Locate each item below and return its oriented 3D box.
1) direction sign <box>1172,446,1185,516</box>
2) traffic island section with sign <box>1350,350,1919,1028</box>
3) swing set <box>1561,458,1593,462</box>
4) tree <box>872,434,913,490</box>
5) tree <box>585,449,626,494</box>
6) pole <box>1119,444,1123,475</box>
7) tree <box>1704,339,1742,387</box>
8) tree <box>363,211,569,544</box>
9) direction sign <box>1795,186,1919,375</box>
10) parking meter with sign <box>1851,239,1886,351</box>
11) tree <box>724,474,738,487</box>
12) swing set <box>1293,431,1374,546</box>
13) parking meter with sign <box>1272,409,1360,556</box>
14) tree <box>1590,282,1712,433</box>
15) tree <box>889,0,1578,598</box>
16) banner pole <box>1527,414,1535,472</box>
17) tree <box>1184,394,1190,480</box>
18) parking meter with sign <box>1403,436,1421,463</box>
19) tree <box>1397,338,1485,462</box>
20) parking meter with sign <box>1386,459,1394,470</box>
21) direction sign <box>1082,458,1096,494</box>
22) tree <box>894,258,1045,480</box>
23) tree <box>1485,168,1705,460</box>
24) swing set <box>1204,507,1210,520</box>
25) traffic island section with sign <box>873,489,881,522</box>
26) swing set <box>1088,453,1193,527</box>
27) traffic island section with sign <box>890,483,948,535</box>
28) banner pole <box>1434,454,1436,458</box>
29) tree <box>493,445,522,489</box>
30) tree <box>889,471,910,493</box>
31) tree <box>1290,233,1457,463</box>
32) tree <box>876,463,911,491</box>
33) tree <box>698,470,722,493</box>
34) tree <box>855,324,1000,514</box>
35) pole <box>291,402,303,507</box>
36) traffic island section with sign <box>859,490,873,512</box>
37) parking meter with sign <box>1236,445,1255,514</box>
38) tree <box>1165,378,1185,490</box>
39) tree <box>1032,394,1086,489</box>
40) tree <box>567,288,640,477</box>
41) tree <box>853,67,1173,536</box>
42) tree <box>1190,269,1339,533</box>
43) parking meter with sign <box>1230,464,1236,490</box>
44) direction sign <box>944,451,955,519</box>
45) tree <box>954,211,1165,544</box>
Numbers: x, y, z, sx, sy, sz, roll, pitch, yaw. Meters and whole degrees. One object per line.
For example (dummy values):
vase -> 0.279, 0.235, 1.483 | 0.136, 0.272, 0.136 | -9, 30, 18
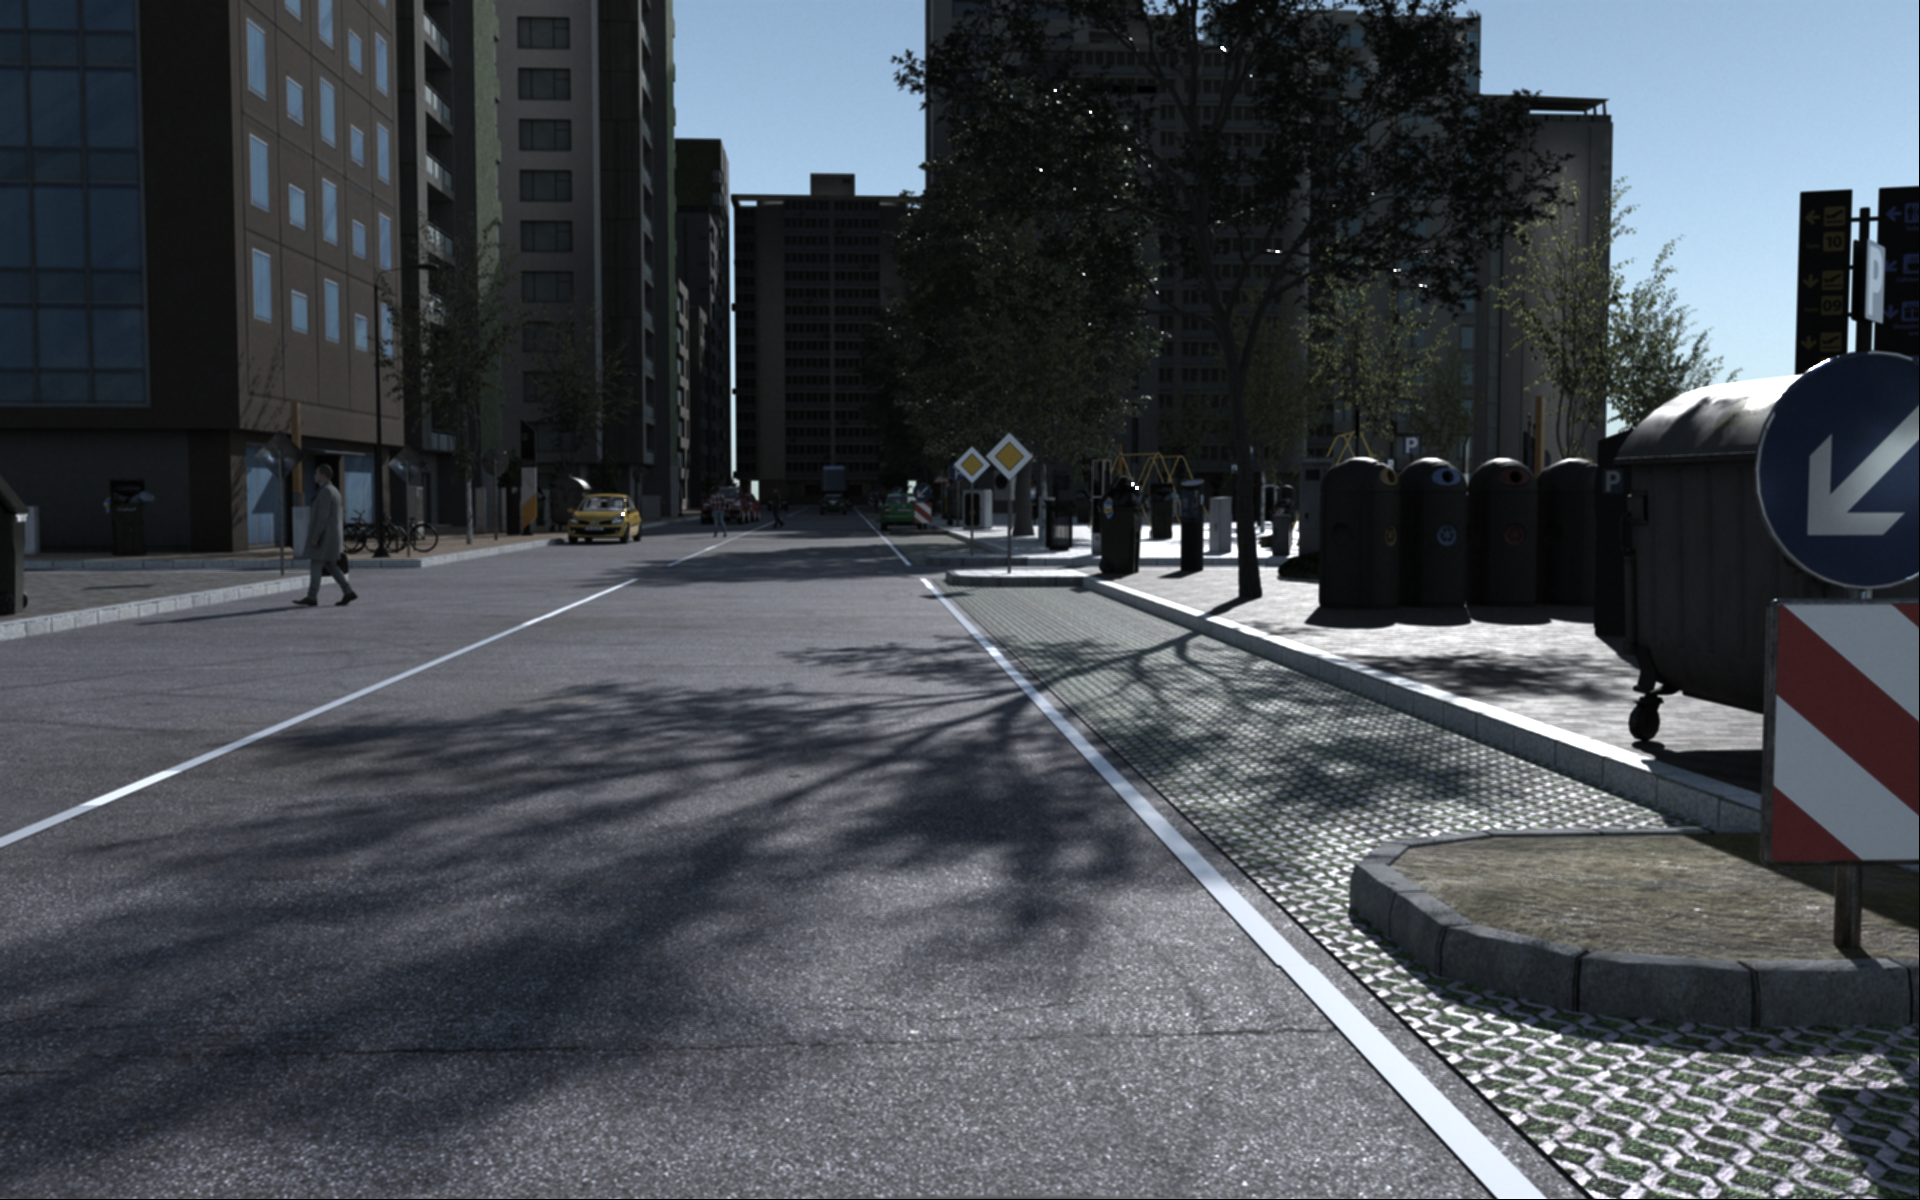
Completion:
direction sign -> 10.421, -5.540, 82.578 | 0.379, 3.537, 0.876 | -2, 4, -33
traffic island section with sign -> 2.369, 0.186, 5.580 | 1.989, 1.847, 2.006 | 0, 4, -4
swing set -> 27.408, -4.871, 77.259 | 2.862, 2.851, 3.119 | 0, 4, -3
tree -> -5.615, -12.356, 152.384 | 4.737, 8.622, 4.395 | 0, 3, 0
tree -> -15.076, -4.822, 73.445 | 1.663, 3.219, 1.824 | 0, 3, 0
pole -> 6.486, -4.654, 69.933 | 0.158, 3.312, 0.155 | 0, 3, 0
tree -> 27.484, -7.123, 66.825 | 4.360, 8.622, 3.978 | 0, 3, 0
tree -> -12.824, -5.740, 44.206 | 4.360, 8.622, 3.978 | 0, 3, 0
direction sign -> 6.715, -1.281, 12.949 | 0.876, 3.537, 0.379 | 1, 4, 18
parking meter with sign -> 6.945, -0.937, 11.578 | 1.738, 3.016, 0.543 | 3, 5, 40
tree -> -21.728, -10.306, 163.111 | 1.663, 3.219, 1.824 | 0, 3, 0
swing set -> 9.815, -2.824, 43.791 | 2.862, 2.851, 3.119 | 0, 4, 5
parking meter with sign -> 7.367, -2.422, 35.861 | 1.738, 3.016, 0.543 | 1, 4, 14
tree -> 24.110, -6.772, 61.084 | 4.737, 8.622, 4.395 | 0, 3, 0
tree -> 3.565, -5.333, 21.607 | 8.767, 10.594, 7.601 | -1, 4, -13
banner pole -> 18.000, -3.931, 54.291 | 0.401, 3.779, 0.863 | -2, 4, -31
tree -> 15.175, -8.701, 92.623 | 4.737, 8.622, 4.395 | 0, 3, 0
parking meter with sign -> 14.128, -3.460, 52.839 | 0.543, 3.016, 1.738 | 3, 5, 39
tree -> 22.936, -8.078, 82.432 | 4.737, 8.622, 4.395 | 0, 3, 0
parking meter with sign -> 20.855, -5.531, 86.699 | 0.543, 3.016, 1.738 | -3, 4, -36
direction sign -> 8.027, -7.068, 107.565 | 0.876, 3.537, 0.379 | 1, 4, 18
tree -> 0.661, -9.768, 77.832 | 7.486, 12.596, 7.792 | 0, 3, 0
tree -> 14.308, -5.483, 40.003 | 4.360, 8.622, 3.978 | 0, 3, 0
swing set -> 8.528, -4.516, 71.455 | 2.862, 2.851, 3.119 | -1, 4, -19
traffic island section with sign -> -3.305, -4.860, 88.096 | 1.989, 1.847, 2.006 | 0, 4, -4
swing set -> 6.948, -4.229, 66.763 | 2.862, 2.851, 3.119 | -2, 4, -26
traffic island section with sign -> -1.466, -3.216, 61.204 | 1.989, 1.847, 2.006 | 0, 4, -4
banner pole -> 29.473, -7.242, 108.423 | 0.863, 3.779, 0.401 | 2, 4, 26
tree -> -17.466, -4.504, 68.248 | 1.663, 3.219, 1.824 | 0, 3, 0
tree -> -4.987, -9.298, 146.624 | 1.663, 3.219, 1.824 | 0, 3, 0
tree -> 11.361, -6.001, 48.477 | 4.360, 8.622, 3.978 | 0, 3, 0
tree -> -6.082, -10.739, 159.302 | 4.285, 4.588, 4.351 | 0, 3, 0
tree -> -19.604, -8.577, 134.839 | 1.663, 3.219, 1.824 | 0, 3, 0
tree -> -1.649, -12.348, 112.254 | 12.009, 13.543, 11.850 | 0, 3, 0
pole -> -14.758, -2.735, 38.566 | 0.158, 3.312, 0.155 | 0, 3, 0
traffic island section with sign -> -8.561, -9.540, 164.607 | 1.989, 1.847, 2.006 | 0, 4, -4
parking meter with sign -> 10.323, -4.032, 62.184 | 0.543, 3.016, 1.738 | 1, 4, 11
tree -> 13.785, -9.449, 104.848 | 4.737, 8.622, 4.395 | 0, 3, 0
tree -> 4.489, -8.568, 90.448 | 4.360, 8.622, 3.978 | 0, 3, 0
tree -> -14.048, -6.886, 62.945 | 4.360, 8.622, 3.978 | 0, 3, 0
tree -> 2.061, -8.973, 53.364 | 9.857, 13.997, 8.962 | 0, 3, 0
tree -> 10.325, -6.552, 57.483 | 4.737, 8.622, 4.395 | 0, 3, 0
parking meter with sign -> 16.318, -6.383, 100.623 | 0.543, 3.016, 1.738 | -1, 4, -19
direction sign -> -0.551, -6.019, 90.403 | 0.379, 3.537, 0.876 | -3, 5, -41
tree -> 2.079, -5.740, 44.208 | 4.737, 8.622, 4.395 | 0, 3, 0
